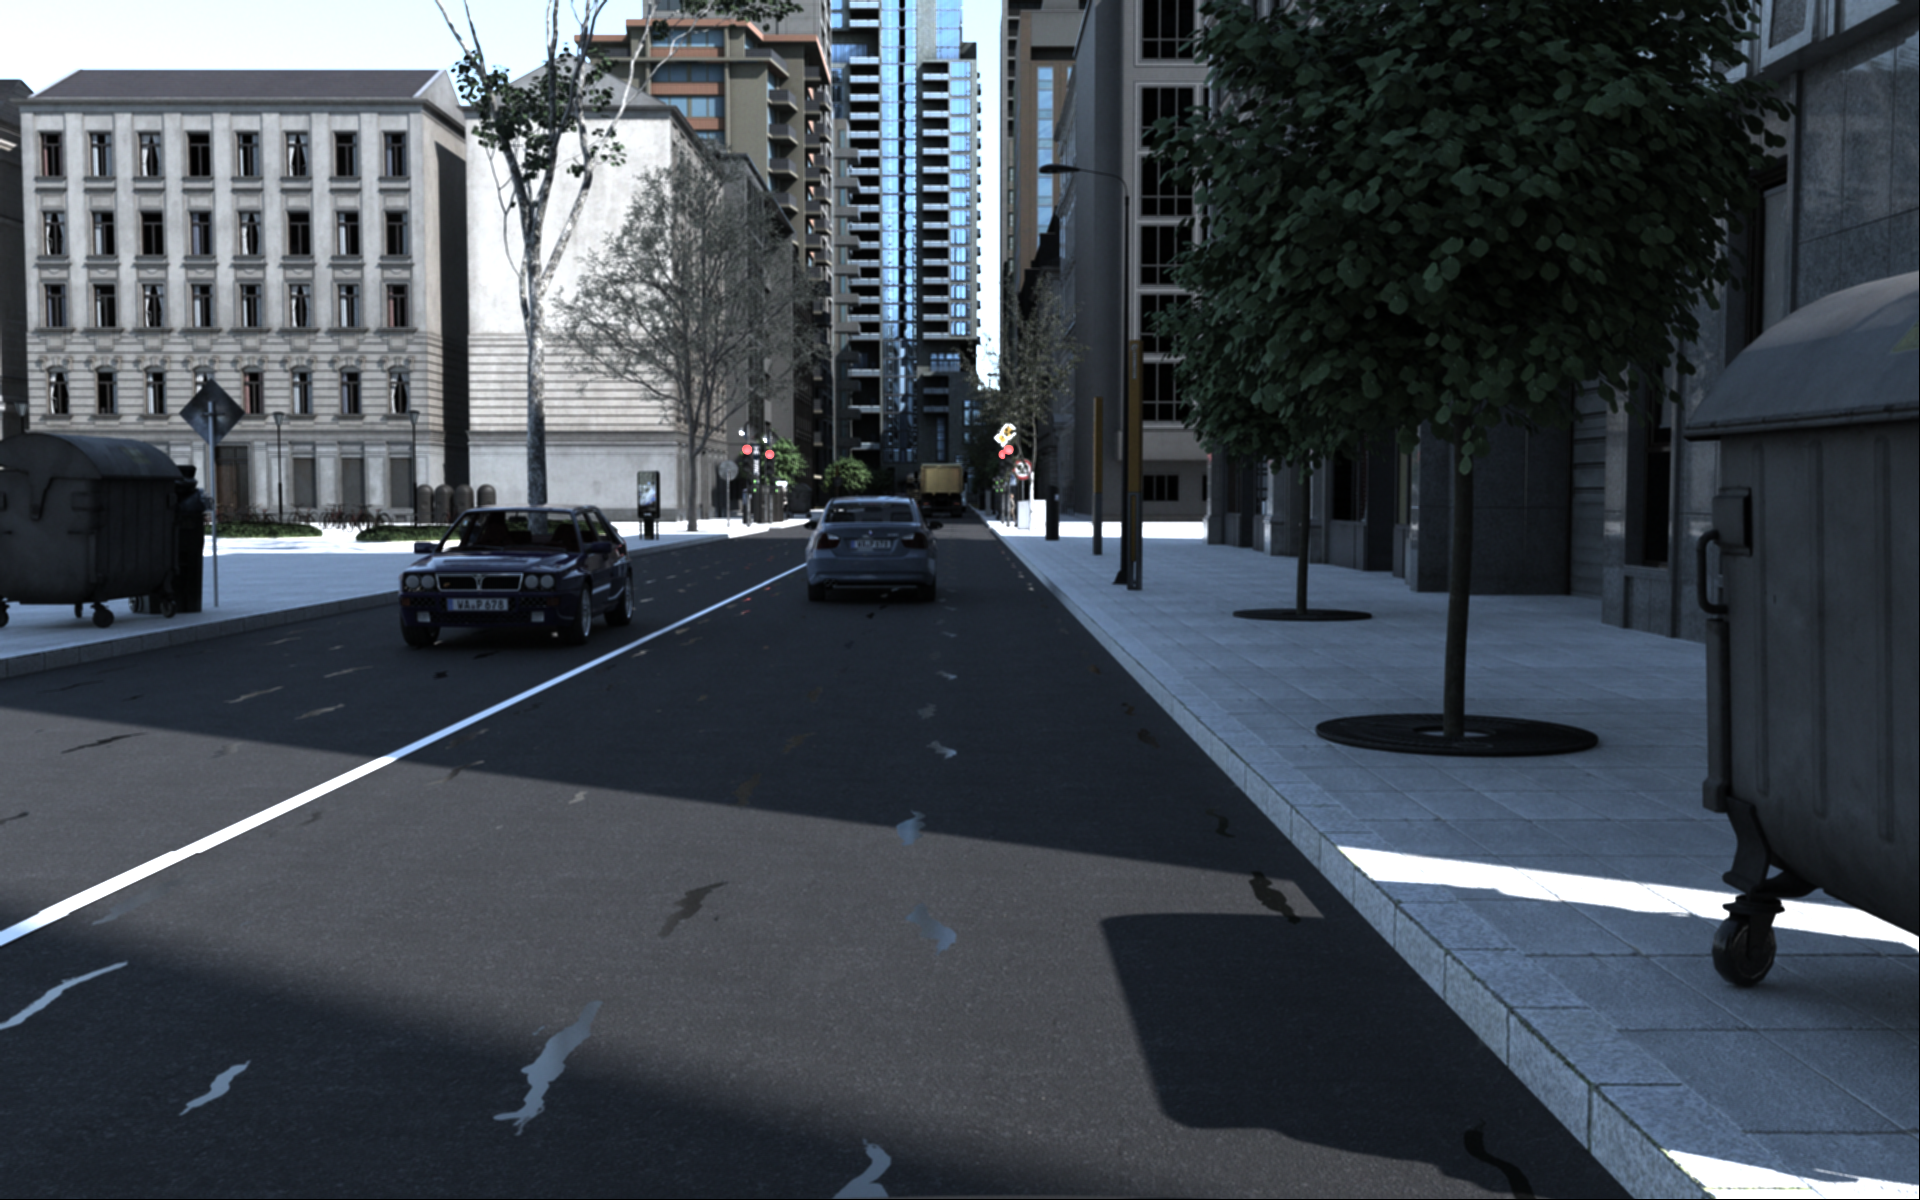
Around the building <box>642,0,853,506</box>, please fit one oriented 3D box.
[{"bbox_3d":[-22.190,-45.822,187.434,20.563,71.187,20.611,0,3,0],"label":"building"}]

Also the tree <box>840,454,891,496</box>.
[{"bbox_3d":[-9.302,-10.429,154.223,4.285,4.588,4.351,0,3,0],"label":"tree"}]

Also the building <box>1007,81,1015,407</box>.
[{"bbox_3d":[12.258,-29.947,173.221,14.154,41.232,14.086,0,3,0],"label":"building"}]

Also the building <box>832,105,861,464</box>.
[{"bbox_3d":[-27.552,-36.117,210.125,30.456,49.044,23.786,0,3,0],"label":"building"}]

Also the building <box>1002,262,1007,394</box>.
[{"bbox_3d":[12.258,-27.160,215.760,14.160,30.474,14.107,0,3,0],"label":"building"}]

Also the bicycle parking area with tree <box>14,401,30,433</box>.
[{"bbox_3d":[-29.340,-3.909,50.908,9.016,4.147,8.231,2,4,26],"label":"bicycle parking area with tree"}]

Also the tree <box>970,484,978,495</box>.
[{"bbox_3d":[1.915,-13.631,217.467,1.663,3.219,1.824,0,3,0],"label":"tree"}]

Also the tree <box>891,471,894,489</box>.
[{"bbox_3d":[-8.945,-13.065,197.326,4.285,4.588,4.351,0,3,0],"label":"tree"}]

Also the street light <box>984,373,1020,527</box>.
[{"bbox_3d":[1.698,-5.752,66.580,1.470,5.913,1.316,0,3,0],"label":"street light"}]

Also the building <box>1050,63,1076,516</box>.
[{"bbox_3d":[12.732,-19.447,103.855,13.634,28.700,20.117,0,3,0],"label":"building"}]

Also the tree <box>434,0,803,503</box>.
[{"bbox_3d":[-7.383,-11.015,35.980,12.611,20.169,13.585,0,3,0],"label":"tree"}]

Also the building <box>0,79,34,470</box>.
[{"bbox_3d":[-62.925,-14.136,82.040,40.483,20.767,10.553,0,3,0],"label":"building"}]

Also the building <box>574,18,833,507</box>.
[{"bbox_3d":[-23.687,-31.127,163.545,22.147,44.769,28.867,0,3,0],"label":"building"}]

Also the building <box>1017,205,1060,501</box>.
[{"bbox_3d":[11.102,-19.054,141.207,12.332,23.373,15.834,0,3,0],"label":"building"}]

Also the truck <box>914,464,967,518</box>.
[{"bbox_3d":[-1.184,-6.918,109.037,3.469,3.379,9.791,0,4,-1],"label":"truck"}]

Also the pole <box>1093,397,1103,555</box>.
[{"bbox_3d":[2.904,-2.609,36.497,0.158,3.312,0.155,0,3,0],"label":"pole"}]

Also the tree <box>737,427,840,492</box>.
[{"bbox_3d":[-9.033,-6.170,84.586,4.285,4.588,4.351,0,3,0],"label":"tree"}]

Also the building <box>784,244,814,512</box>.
[{"bbox_3d":[-18.102,-18.577,133.417,12.332,23.373,15.834,0,3,0],"label":"building"}]

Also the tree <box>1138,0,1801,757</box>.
[{"bbox_3d":[2.538,-1.545,8.975,4.285,4.588,4.351,0,3,0],"label":"tree"}]

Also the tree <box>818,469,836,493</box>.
[{"bbox_3d":[-9.867,-8.516,133.837,1.663,3.219,1.824,0,3,0],"label":"tree"}]

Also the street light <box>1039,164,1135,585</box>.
[{"bbox_3d":[1.810,-3.181,24.547,1.470,5.913,1.316,0,3,0],"label":"street light"}]

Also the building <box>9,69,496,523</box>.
[{"bbox_3d":[-32.416,-14.181,81.006,18.267,20.994,9.793,0,3,0],"label":"building"}]

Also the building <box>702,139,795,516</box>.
[{"bbox_3d":[-18.982,-17.823,110.473,14.314,24.678,30.058,0,3,0],"label":"building"}]

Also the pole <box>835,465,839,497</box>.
[{"bbox_3d":[-8.722,-7.890,122.842,0.158,3.312,0.155,0,3,0],"label":"pole"}]

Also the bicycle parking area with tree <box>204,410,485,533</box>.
[{"bbox_3d":[-21.240,-4.483,60.303,8.231,4.147,9.016,2,4,25],"label":"bicycle parking area with tree"}]

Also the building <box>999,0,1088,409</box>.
[{"bbox_3d":[16.000,-49.364,245.347,20.611,71.187,20.563,0,3,0],"label":"building"}]

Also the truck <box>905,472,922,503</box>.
[{"bbox_3d":[-5.558,-14.217,221.357,2.839,4.237,11.283,0,4,-1],"label":"truck"}]

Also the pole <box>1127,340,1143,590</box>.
[{"bbox_3d":[2.336,-1.788,23.069,0.158,3.312,0.155,0,3,0],"label":"pole"}]

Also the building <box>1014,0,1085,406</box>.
[{"bbox_3d":[12.157,-31.122,158.962,14.600,45.320,14.200,0,3,0],"label":"building"}]

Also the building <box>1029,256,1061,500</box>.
[{"bbox_3d":[10.569,-15.852,123.810,10.561,19.102,19.286,0,3,0],"label":"building"}]

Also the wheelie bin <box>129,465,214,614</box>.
[{"bbox_3d":[-8.565,-0.665,18.778,0.980,1.594,0.693,-3,5,-45],"label":"wheelie bin"}]

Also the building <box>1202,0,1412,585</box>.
[{"bbox_3d":[10.708,-11.739,42.835,10.553,20.767,40.483,0,3,0],"label":"building"}]

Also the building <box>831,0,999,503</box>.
[{"bbox_3d":[-10.108,-57.066,245.699,31.000,86.520,22.319,0,3,0],"label":"building"}]

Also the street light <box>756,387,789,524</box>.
[{"bbox_3d":[-8.043,-6.232,74.436,1.470,5.913,1.316,0,3,0],"label":"street light"}]

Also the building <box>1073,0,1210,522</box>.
[{"bbox_3d":[17.903,-17.725,83.311,24.014,27.812,14.314,0,3,0],"label":"building"}]

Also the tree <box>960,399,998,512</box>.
[{"bbox_3d":[2.357,-10.807,127.048,4.737,8.622,4.395,0,3,0],"label":"tree"}]

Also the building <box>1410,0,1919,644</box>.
[{"bbox_3d":[11.994,-11.884,12.323,12.078,24.808,19.932,0,3,0],"label":"building"}]

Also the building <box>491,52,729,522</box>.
[{"bbox_3d":[-17.506,-14.515,86.470,9.793,20.994,18.267,0,3,0],"label":"building"}]

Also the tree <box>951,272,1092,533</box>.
[{"bbox_3d":[2.119,-6.518,56.939,4.360,8.622,3.978,0,3,0],"label":"tree"}]

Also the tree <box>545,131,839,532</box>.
[{"bbox_3d":[-8.903,-9.040,58.172,12.009,13.543,11.850,0,3,0],"label":"tree"}]
